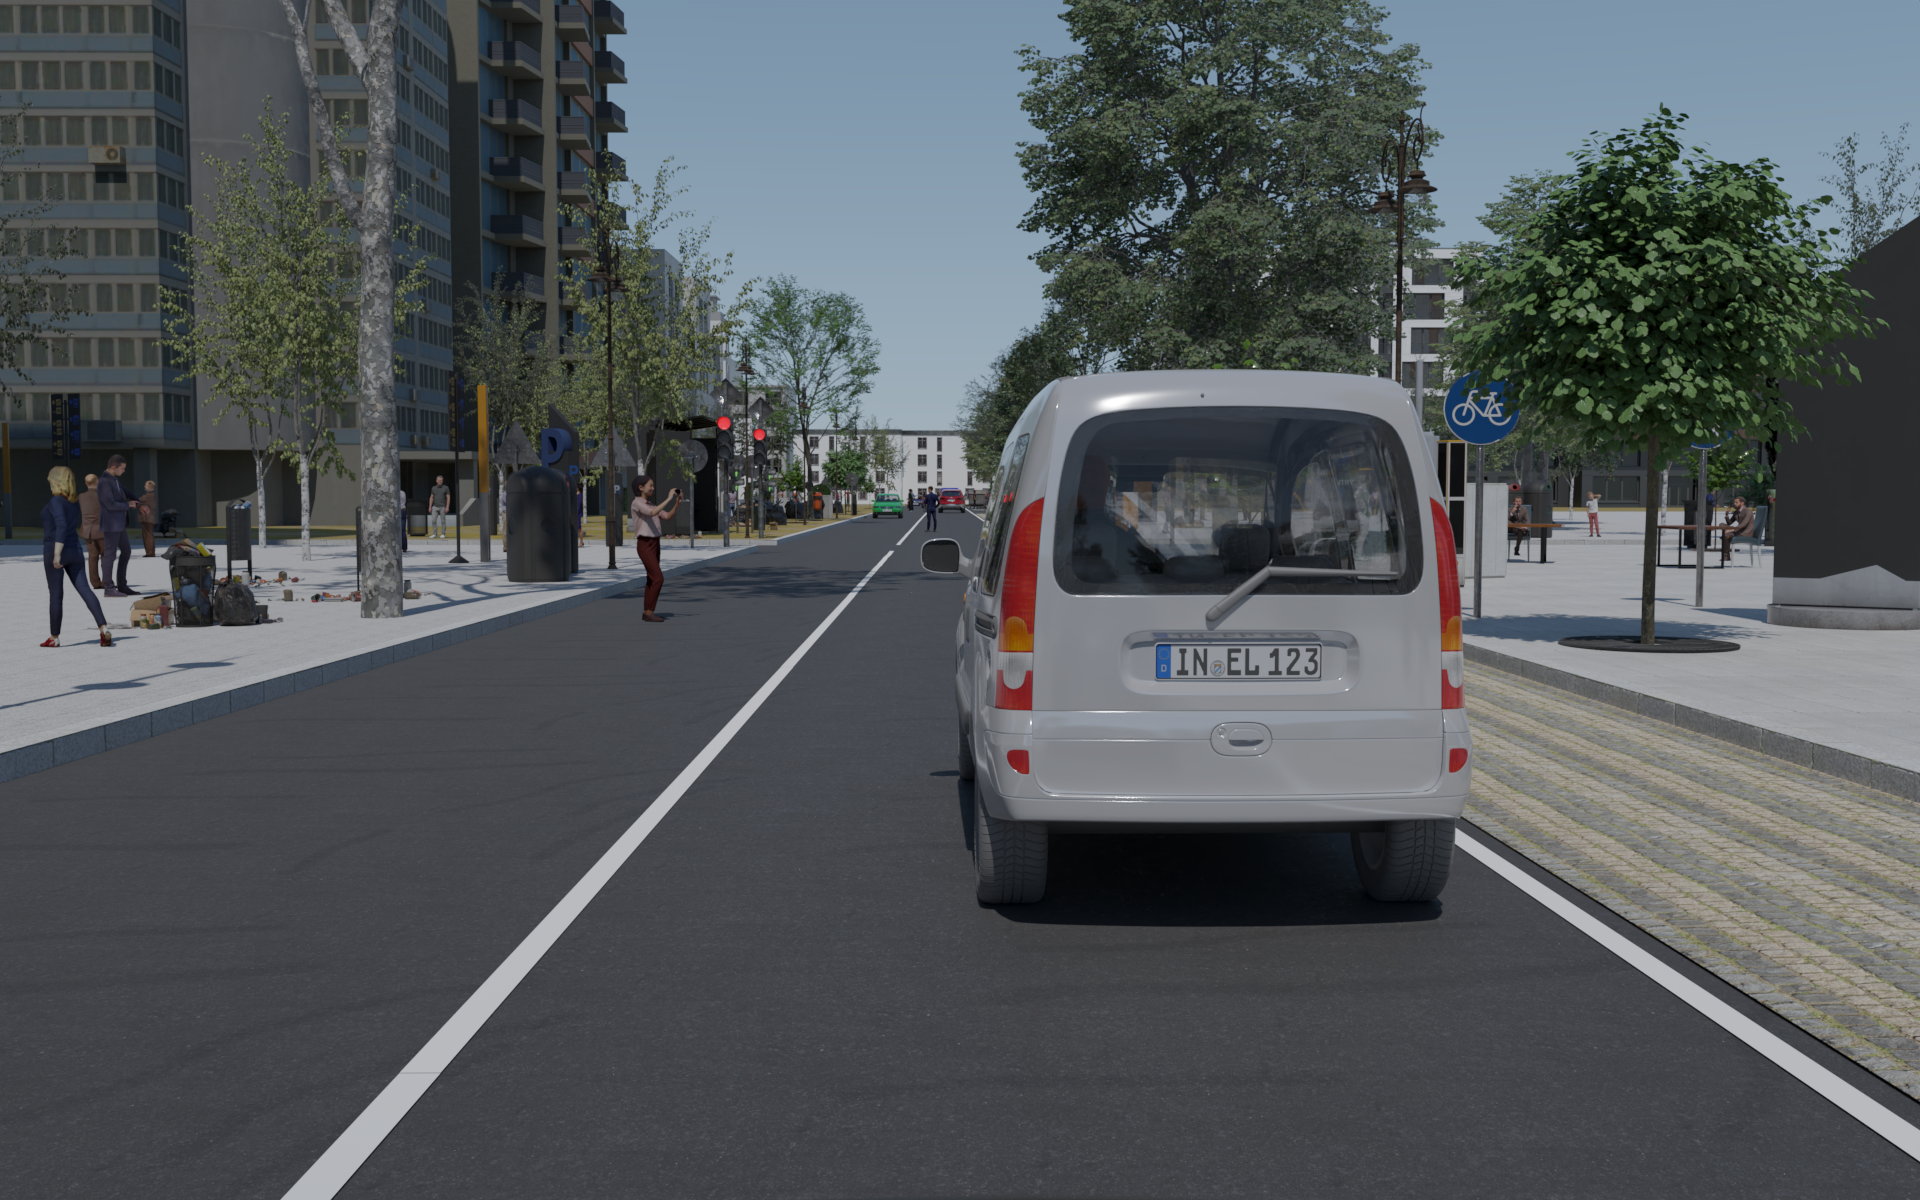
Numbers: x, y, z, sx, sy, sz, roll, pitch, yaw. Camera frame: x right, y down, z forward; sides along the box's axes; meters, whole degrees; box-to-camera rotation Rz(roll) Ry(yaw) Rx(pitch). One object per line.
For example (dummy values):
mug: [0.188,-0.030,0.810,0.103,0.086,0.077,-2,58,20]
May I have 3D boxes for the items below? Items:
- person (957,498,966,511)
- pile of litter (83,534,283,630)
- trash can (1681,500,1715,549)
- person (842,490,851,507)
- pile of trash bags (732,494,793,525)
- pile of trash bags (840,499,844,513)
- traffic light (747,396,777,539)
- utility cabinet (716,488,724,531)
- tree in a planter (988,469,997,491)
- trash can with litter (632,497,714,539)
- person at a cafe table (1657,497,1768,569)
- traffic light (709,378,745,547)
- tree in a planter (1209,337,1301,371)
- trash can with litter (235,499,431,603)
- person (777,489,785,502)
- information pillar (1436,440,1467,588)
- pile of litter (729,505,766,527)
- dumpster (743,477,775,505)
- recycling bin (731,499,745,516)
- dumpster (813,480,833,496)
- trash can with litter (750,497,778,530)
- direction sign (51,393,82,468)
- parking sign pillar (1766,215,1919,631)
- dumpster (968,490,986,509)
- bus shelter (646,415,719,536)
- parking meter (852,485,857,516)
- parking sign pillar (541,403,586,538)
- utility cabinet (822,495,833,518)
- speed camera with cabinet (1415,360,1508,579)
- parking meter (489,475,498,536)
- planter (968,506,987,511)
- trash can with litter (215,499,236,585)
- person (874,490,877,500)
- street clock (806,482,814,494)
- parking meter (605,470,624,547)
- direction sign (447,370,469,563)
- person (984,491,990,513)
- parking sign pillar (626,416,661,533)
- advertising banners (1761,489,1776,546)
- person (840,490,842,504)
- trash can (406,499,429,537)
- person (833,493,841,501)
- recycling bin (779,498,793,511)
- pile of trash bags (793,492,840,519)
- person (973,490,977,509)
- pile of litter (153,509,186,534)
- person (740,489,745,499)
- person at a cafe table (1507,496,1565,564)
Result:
person: [-0.099,-8.317,144.485,1.348,1.824,0.705,-1,4,-19]
pile of litter: [-7.574,-0.182,16.941,1.719,0.858,1.176,-1,4,-15]
trash can: [17.360,-1.780,40.752,0.748,1.137,0.748,0,3,0]
person: [-11.277,-10.329,174.866,1.348,1.831,0.705,-2,4,-27]
pile of trash bags: [-8.899,-3.749,71.052,3.447,1.369,1.912,-1,4,-21]
pile of trash bags: [-9.492,-6.391,114.239,3.447,1.369,1.912,-2,4,-30]
traffic light: [-5.723,-3.729,49.891,0.839,4.253,0.868,0,4,-1]
utility cabinet: [-8.705,-3.121,59.714,1.173,1.500,0.318,-1,4,-13]
tree in a planter: [2.541,-6.423,102.237,1.991,3.239,1.994,0,4,-1]
trash can with litter: [-8.341,-2.389,50.119,2.233,1.210,1.678,0,4,3]
person at a cafe table: [13.104,-1.181,30.169,1.726,1.238,1.698,0,4,3]
traffic light: [-5.648,-3.241,41.906,0.839,4.253,0.868,0,4,-1]
tree in a planter: [3.317,-1.378,19.750,1.991,3.239,1.994,0,4,-1]
trash can with litter: [-7.474,-0.609,21.017,2.233,1.210,1.678,-2,4,-27]
person: [-14.241,-7.957,136.848,1.217,1.736,0.721,2,4,35]
information pillar: [6.745,-1.181,23.800,0.304,2.012,0.304,-1,4,-15]
pile of litter: [-8.511,-3.306,68.011,1.719,0.858,1.176,0,4,7]
dumpster: [-10.457,-5.344,89.861,1.502,2.255,1.985,0,4,0]
recycling bin: [-11.123,-4.482,85.841,0.722,1.027,0.722,1,4,14]
dumpster: [-9.431,-7.016,117.207,1.502,2.255,1.985,0,4,-1]
trash can with litter: [-6.896,-3.060,61.410,1.055,1.170,0.624,-1,4,-8]
direction sign: [-20.160,-2.883,39.127,0.876,3.537,0.379,1,4,23]
parking sign pillar: [8.702,-1.737,16.864,1.447,3.967,1.447,3,4,37]
dumpster: [1.718,-10.000,171.723,1.865,1.857,1.264,0,4,-1]
bus shelter: [-8.508,-3.869,54.548,1.731,3.624,6.357,0,4,-1]
parking meter: [-6.337,-5.984,103.543,0.255,1.863,0.399,-1,4,-14]
parking sign pillar: [-11.792,-3.832,51.118,1.447,3.967,1.447,3,5,41]
utility cabinet: [-7.254,-5.017,93.196,0.306,1.237,1.020,-3,5,-40]
speed camera with cabinet: [7.341,-1.950,26.211,2.038,3.252,0.660,-2,4,-26]
parking meter: [-14.537,-2.925,53.539,0.399,1.863,0.255,1,4,15]
planter: [1.823,-9.700,179.730,1.991,0.319,1.994,0,4,-1]
trash can with litter: [-10.057,-0.849,24.936,1.678,1.210,2.233,1,4,10]
person: [-9.548,-11.656,197.299,0.721,1.739,1.217,1,4,17]
street clock: [-8.617,-5.771,98.928,0.471,2.002,0.358,-2,4,-34]
parking meter: [-8.421,-2.232,42.202,0.255,1.863,0.399,3,5,45]
direction sign: [-9.328,-2.454,32.126,0.379,3.537,0.876,0,4,1]
person: [2.119,-7.629,134.699,0.415,1.643,0.593,1,4,23]
parking sign pillar: [-10.488,-4.258,58.083,1.447,3.967,1.447,0,4,3]
advertising banners: [20.623,-2.808,42.091,2.074,3.025,0.090,1,4,17]
person: [-13.752,-11.922,200.975,0.705,1.822,1.348,0,4,-4]
trash can: [-16.402,-2.489,52.347,0.748,1.137,0.748,0,3,0]
person: [-11.284,-9.170,159.190,0.599,1.433,0.991,-3,5,-44]
recycling bin: [-11.208,-6.082,112.001,0.722,1.027,0.722,2,4,33]
pile of trash bags: [-7.856,-4.874,89.448,1.912,1.369,3.447,-2,4,-26]
person: [1.400,-9.419,162.456,0.705,1.831,1.348,0,4,4]
pile of litter: [-23.160,-2.237,50.544,1.719,0.858,1.176,1,4,16]
person: [-19.493,-9.240,157.641,1.217,1.766,0.721,-3,5,-42]
person at a cafe table: [10.491,-1.332,32.647,1.698,1.238,1.726,1,4,22]
